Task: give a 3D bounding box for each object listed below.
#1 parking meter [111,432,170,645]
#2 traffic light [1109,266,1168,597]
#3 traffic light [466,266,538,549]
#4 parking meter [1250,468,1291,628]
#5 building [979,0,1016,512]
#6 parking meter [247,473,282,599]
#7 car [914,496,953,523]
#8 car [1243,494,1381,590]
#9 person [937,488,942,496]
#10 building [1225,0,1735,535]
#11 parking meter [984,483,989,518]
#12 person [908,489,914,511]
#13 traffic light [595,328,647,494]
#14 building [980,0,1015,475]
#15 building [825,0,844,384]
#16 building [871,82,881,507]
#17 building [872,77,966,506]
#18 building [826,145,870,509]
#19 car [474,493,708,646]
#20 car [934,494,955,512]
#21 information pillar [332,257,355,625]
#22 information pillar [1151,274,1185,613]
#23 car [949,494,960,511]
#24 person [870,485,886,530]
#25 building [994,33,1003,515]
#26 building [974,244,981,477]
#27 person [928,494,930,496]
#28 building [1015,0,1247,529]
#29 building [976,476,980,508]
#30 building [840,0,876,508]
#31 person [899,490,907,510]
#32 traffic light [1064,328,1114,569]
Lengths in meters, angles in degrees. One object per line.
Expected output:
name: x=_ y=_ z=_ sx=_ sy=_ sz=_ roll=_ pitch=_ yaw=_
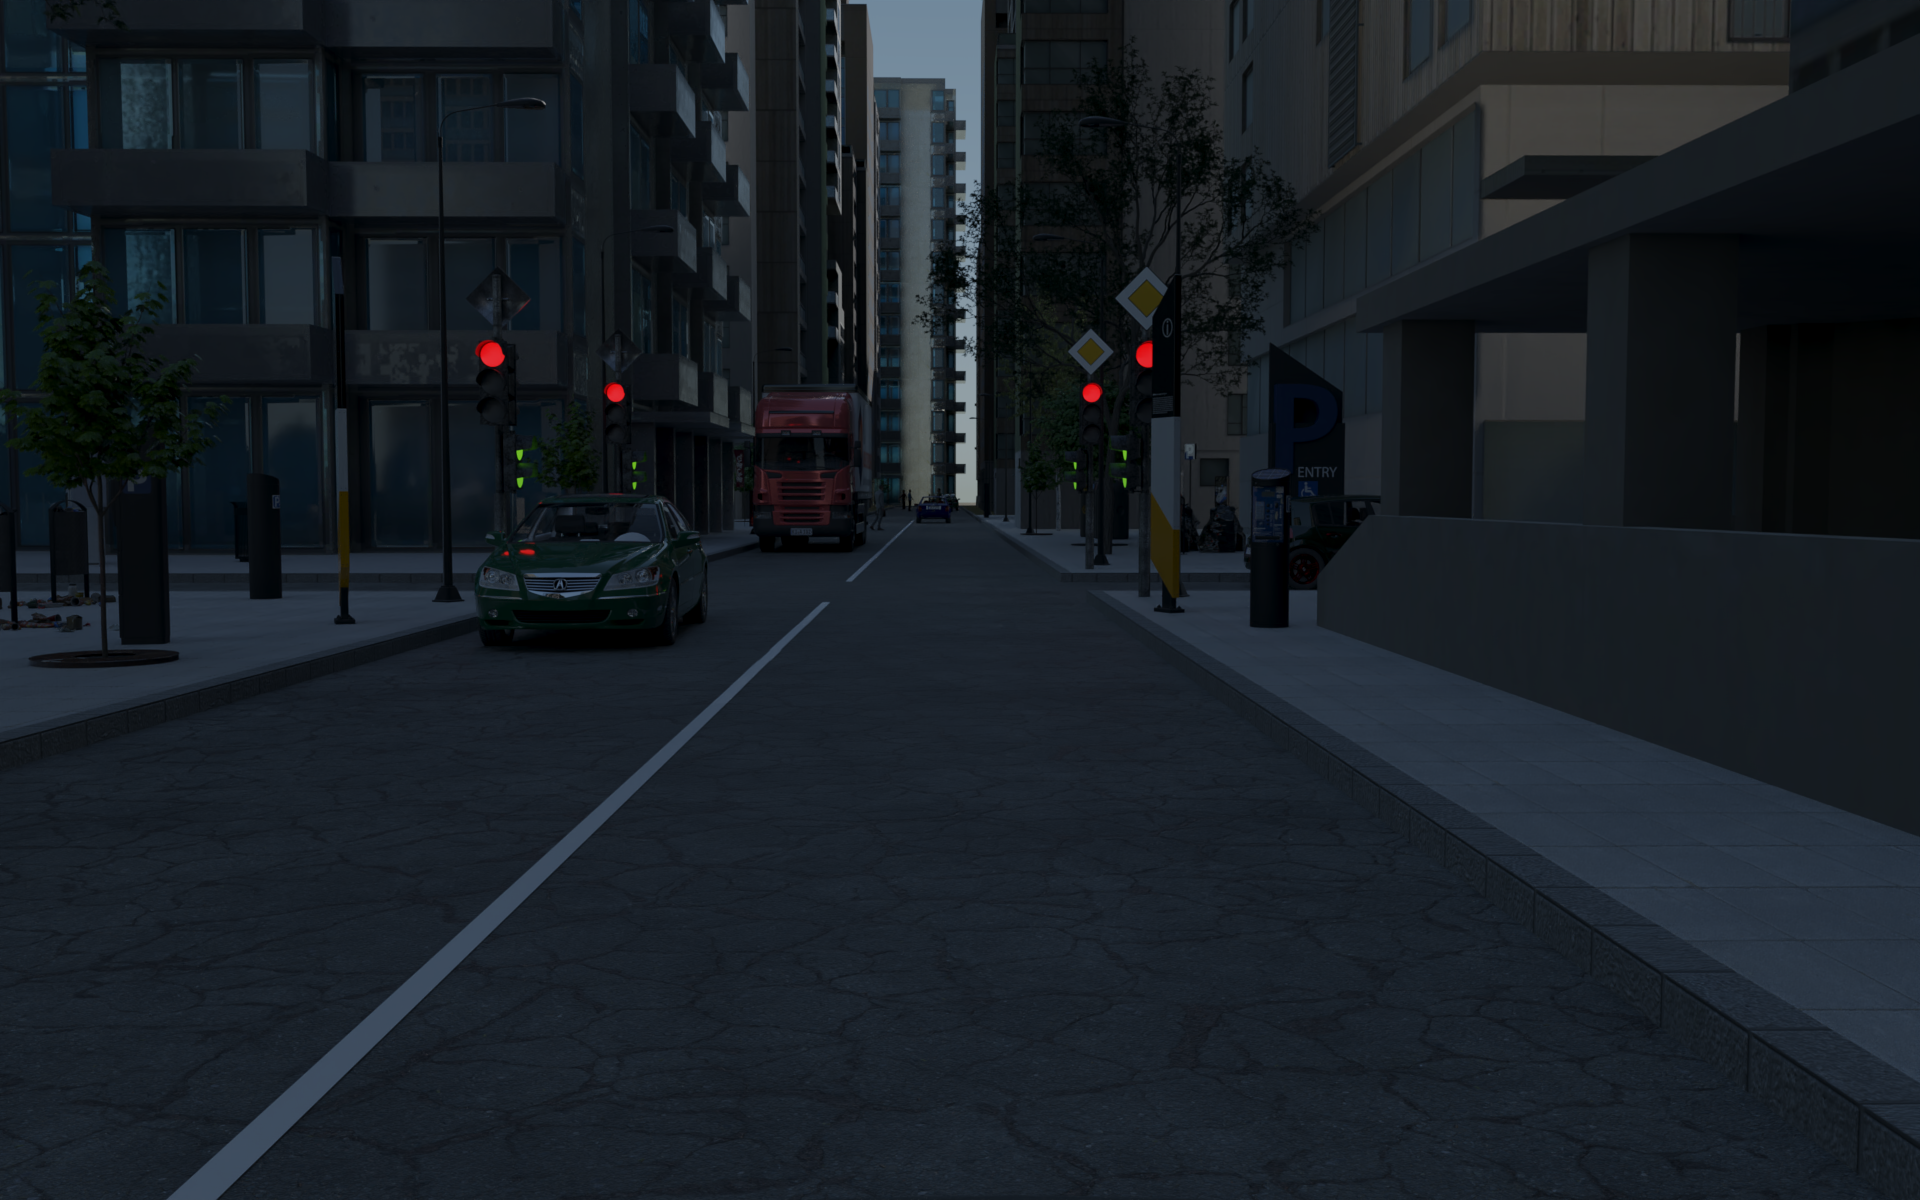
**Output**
parking meter: x=-7.010 y=-0.557 z=14.811 sx=0.399 sy=1.863 sz=0.255 roll=-1 pitch=4 yaw=-11
traffic light: x=2.282 y=-1.993 z=21.509 sx=0.839 sy=4.253 sz=0.868 roll=0 pitch=4 yaw=-1
traffic light: x=-5.679 y=-1.987 z=21.409 sx=0.839 sy=4.253 sz=0.868 roll=0 pitch=4 yaw=-1
parking meter: x=2.990 y=-0.507 z=16.698 sx=0.372 sy=1.533 sz=0.369 roll=0 pitch=3 yaw=0
building: x=11.963 y=-42.288 z=129.653 sx=20.563 sy=71.187 sz=20.611 roll=0 pitch=4 yaw=-1
parking meter: x=-8.519 y=-0.783 z=21.215 sx=0.372 sy=1.533 sz=0.369 roll=0 pitch=3 yaw=0
car: x=-1.316 y=-4.499 z=86.142 sx=1.945 sy=1.354 sz=3.894 roll=0 pitch=4 yaw=-1
car: x=6.477 y=-1.024 z=26.530 sx=4.222 sy=1.686 sz=2.009 roll=0 pitch=4 yaw=-1
person: x=-1.375 y=-6.282 z=111.304 sx=0.705 sy=1.812 sz=1.348 roll=-1 pitch=4 yaw=-8
building: x=21.514 y=-27.649 z=41.298 sx=27.495 sy=52.752 sz=28.713 roll=0 pitch=4 yaw=-1
parking meter: x=1.428 y=-5.386 z=93.764 sx=0.255 sy=1.863 sz=0.399 roll=0 pitch=4 yaw=-6
person: x=-4.147 y=-8.305 z=144.269 sx=0.705 sy=1.826 sz=1.348 roll=1 pitch=4 yaw=14
traffic light: x=-5.763 y=-2.475 z=29.394 sx=0.839 sy=4.253 sz=0.868 roll=0 pitch=4 yaw=-1
building: x=8.824 y=-30.486 z=148.563 sx=14.600 sy=45.320 sz=14.200 roll=0 pitch=4 yaw=-1
building: x=-18.065 y=-49.261 z=118.086 sx=22.319 sy=86.520 sz=31.000 roll=0 pitch=4 yaw=-1
building: x=-14.961 y=-29.912 z=172.650 sx=14.086 sy=41.232 sz=14.154 roll=0 pitch=4 yaw=-1
building: x=-14.607 y=-35.436 z=198.992 sx=30.456 sy=49.044 sz=23.786 roll=0 pitch=4 yaw=-1
building: x=-14.824 y=-22.713 z=143.051 sx=14.160 sy=30.474 sz=14.107 roll=0 pitch=4 yaw=-1
car: x=-3.681 y=-0.372 z=17.885 sx=2.131 sy=1.459 sz=4.920 roll=0 pitch=4 yaw=-2
car: x=-1.487 y=-7.883 z=140.687 sx=2.131 sy=1.459 sz=4.920 roll=0 pitch=4 yaw=0
information pillar: x=-6.078 y=-1.569 z=17.011 sx=0.183 sy=3.616 sz=0.504 roll=-1 pitch=4 yaw=-22
information pillar: x=2.236 y=-1.677 z=18.768 sx=0.183 sy=3.616 sz=0.504 roll=-2 pitch=4 yaw=-24
car: x=-1.025 y=-8.365 z=148.568 sx=2.131 sy=1.459 sz=4.920 roll=0 pitch=4 yaw=0
person: x=-3.177 y=-3.679 z=68.780 sx=0.853 sy=1.813 sz=0.709 roll=-3 pitch=5 yaw=-39
building: x=9.176 y=-20.852 z=112.625 sx=14.160 sy=30.474 sz=14.107 roll=0 pitch=4 yaw=-1
building: x=8.816 y=-25.935 z=195.740 sx=14.107 sy=30.474 sz=14.160 roll=0 pitch=4 yaw=-1
person: x=-2.824 y=-9.007 z=159.025 sx=0.557 sy=1.426 sz=1.065 roll=0 pitch=4 yaw=-2
building: x=9.165 y=-18.208 z=69.409 sx=14.160 sy=30.474 sz=14.107 roll=0 pitch=4 yaw=-1
building: x=17.784 y=-29.132 z=168.191 sx=32.217 sy=40.220 sz=23.993 roll=0 pitch=4 yaw=-1
building: x=-14.979 y=-31.001 z=156.978 sx=14.600 sy=45.320 sz=14.200 roll=0 pitch=4 yaw=-1
person: x=-5.193 y=-9.213 z=159.091 sx=0.705 sy=1.831 sz=1.348 roll=-2 pitch=4 yaw=-34
traffic light: x=2.197 y=-2.482 z=29.494 sx=0.839 sy=4.253 sz=0.868 roll=0 pitch=4 yaw=-1
